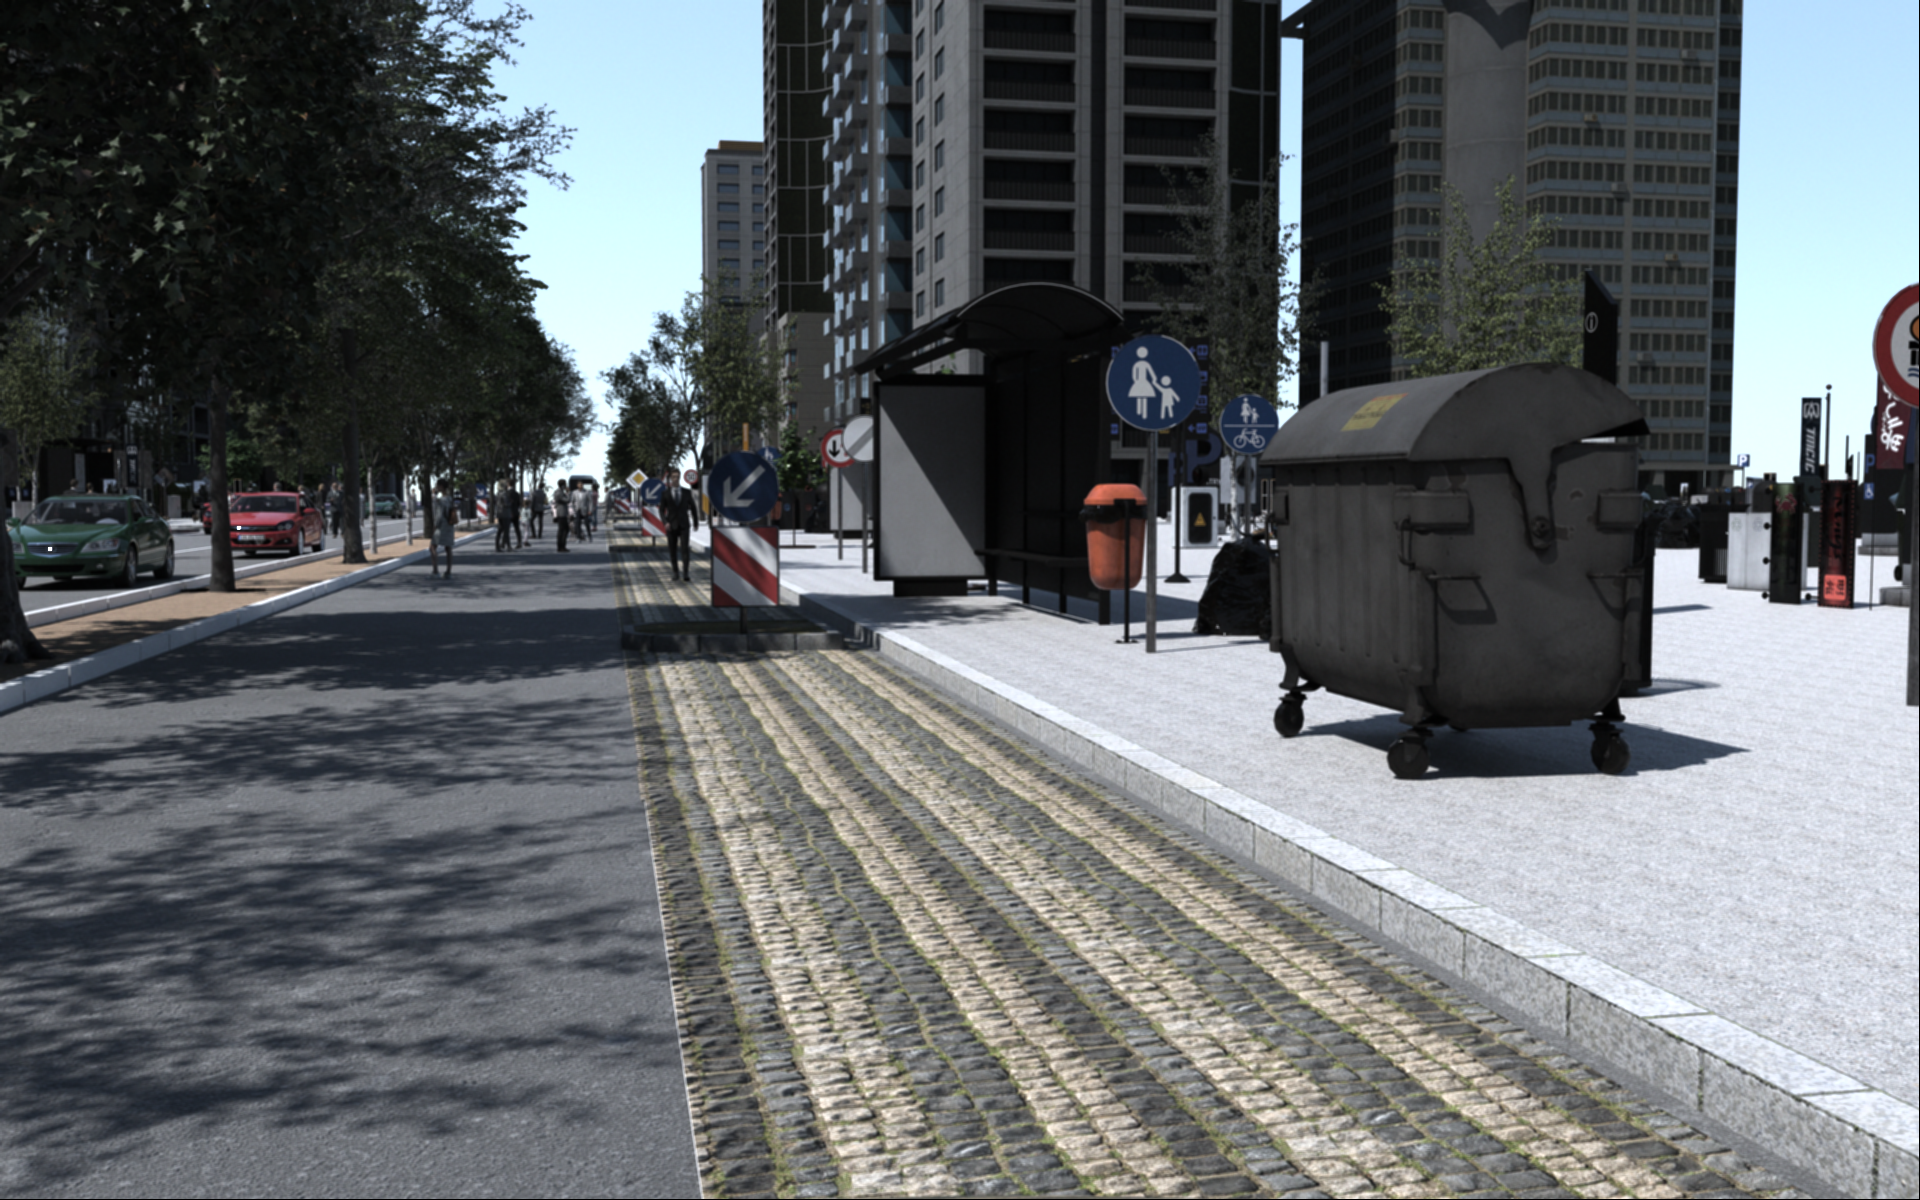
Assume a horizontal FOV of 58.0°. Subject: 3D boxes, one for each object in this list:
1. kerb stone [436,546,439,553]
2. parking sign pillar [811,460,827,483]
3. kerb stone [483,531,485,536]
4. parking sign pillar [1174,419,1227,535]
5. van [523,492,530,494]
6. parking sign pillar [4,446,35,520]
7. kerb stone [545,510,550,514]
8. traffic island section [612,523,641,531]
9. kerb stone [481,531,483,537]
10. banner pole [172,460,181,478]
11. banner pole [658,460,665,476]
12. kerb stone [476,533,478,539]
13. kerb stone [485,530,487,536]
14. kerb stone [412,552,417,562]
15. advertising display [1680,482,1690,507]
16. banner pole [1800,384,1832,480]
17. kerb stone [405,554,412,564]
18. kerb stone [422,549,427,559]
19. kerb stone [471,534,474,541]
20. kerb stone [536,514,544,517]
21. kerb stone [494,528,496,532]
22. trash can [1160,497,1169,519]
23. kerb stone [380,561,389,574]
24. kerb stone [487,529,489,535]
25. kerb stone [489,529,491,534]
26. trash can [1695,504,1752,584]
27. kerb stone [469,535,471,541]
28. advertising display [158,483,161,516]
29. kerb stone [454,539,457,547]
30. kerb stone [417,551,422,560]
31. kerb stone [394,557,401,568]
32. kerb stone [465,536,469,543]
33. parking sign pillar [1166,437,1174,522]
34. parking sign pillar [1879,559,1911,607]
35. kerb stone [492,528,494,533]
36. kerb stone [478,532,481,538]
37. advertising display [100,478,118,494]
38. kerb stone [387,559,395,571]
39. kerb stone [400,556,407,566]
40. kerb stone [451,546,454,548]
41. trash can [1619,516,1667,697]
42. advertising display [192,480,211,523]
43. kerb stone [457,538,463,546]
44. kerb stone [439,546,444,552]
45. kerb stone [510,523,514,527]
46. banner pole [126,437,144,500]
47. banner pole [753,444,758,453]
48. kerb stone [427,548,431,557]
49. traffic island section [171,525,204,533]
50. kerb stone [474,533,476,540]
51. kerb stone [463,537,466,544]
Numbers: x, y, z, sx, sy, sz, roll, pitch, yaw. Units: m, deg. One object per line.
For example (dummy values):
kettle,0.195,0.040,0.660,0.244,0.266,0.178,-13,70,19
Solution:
kerb stone,-12.624,-1.177,41.435,0.120,0.150,1.000,-1,4,-12
parking sign pillar,-9.112,-7.678,114.004,1.447,3.967,1.447,-1,4,-10
kerb stone,-15.956,-2.159,57.498,0.120,0.150,1.000,-1,4,-12
parking sign pillar,7.659,-4.030,54.362,1.447,3.967,1.447,0,4,-4
van,-71.790,-17.101,286.617,2.013,2.044,4.112,-1,4,-12
parking sign pillar,-50.609,-6.421,93.461,1.447,3.967,1.447,-1,4,-14
kerb stone,-30.879,-6.550,129.292,0.120,0.150,1.000,-1,4,-12
traffic island section,-14.127,-3.253,75.462,2.009,0.180,2.903,-1,4,-12
kerb stone,-15.751,-2.097,56.495,0.120,0.150,1.000,-1,4,-12
banner pole,-58.050,-8.471,128.514,0.401,3.779,0.863,2,4,29
banner pole,-21.966,-8.369,126.856,0.401,3.779,0.863,-1,4,-18
kerb stone,-15.330,-1.974,54.474,0.120,0.150,1.000,-1,4,-12
kerb stone,-16.168,-2.220,58.498,0.120,0.150,1.000,-1,4,-12
kerb stone,-11.579,-0.870,36.421,0.120,0.150,1.000,-1,4,-12
advertising display,39.700,-5.483,94.856,0.123,1.923,0.974,0,4,-2
banner pole,19.557,-3.029,39.539,0.863,3.779,0.401,0,4,-3
kerb stone,-11.368,-0.807,35.419,0.120,0.150,1.000,-1,4,-12
kerb stone,-11.996,-0.993,38.425,0.120,0.150,1.000,-1,4,-12
kerb stone,-14.912,-1.852,52.469,0.120,0.150,1.000,-1,4,-12
kerb stone,-27.950,-5.689,115.242,0.120,0.150,1.000,-1,4,-12
kerb stone,-17.205,-2.527,63.515,0.120,0.150,1.000,-1,4,-12
trash can,10.556,-4.706,88.592,0.748,1.137,0.748,0,3,0
kerb stone,-10.531,-0.564,31.415,0.120,0.150,1.000,-1,4,-12
kerb stone,-16.365,-2.282,59.501,0.120,0.150,1.000,-1,4,-12
kerb stone,-16.579,-2.343,60.503,0.120,0.150,1.000,-1,4,-12
trash can,11.002,-0.816,24.995,0.748,1.137,0.748,0,3,0
kerb stone,-14.699,-1.781,51.462,0.120,0.150,1.000,-1,4,-12
advertising display,-41.061,-5.117,88.882,0.123,1.923,0.974,-2,4,-24
kerb stone,-13.653,-1.483,46.447,0.120,0.150,1.000,-1,4,-12
kerb stone,-11.784,-0.931,37.422,0.120,0.150,1.000,-1,4,-12
kerb stone,-10.952,-0.686,33.417,0.120,0.150,1.000,-1,4,-12
kerb stone,-14.491,-1.728,50.460,0.120,0.150,1.000,-1,4,-12
parking sign pillar,10.338,-5.647,80.804,1.447,3.967,1.447,3,4,37
parking sign pillar,11.387,-1.916,19.803,1.447,3.967,1.447,0,4,0
kerb stone,-16.995,-2.466,62.511,0.120,0.150,1.000,-1,4,-12
kerb stone,-15.531,-2.036,55.477,0.120,0.150,1.000,-1,4,-12
advertising display,-34.789,-4.014,70.840,0.123,1.923,0.974,0,4,7
kerb stone,-10.740,-0.625,32.416,0.120,0.150,1.000,-1,4,-12
kerb stone,-11.162,-0.745,34.418,0.120,0.150,1.000,-1,4,-12
kerb stone,-13.449,-1.419,45.446,0.120,0.150,1.000,-1,4,-12
trash can,4.128,0.032,11.127,0.748,1.137,0.748,0,3,0
advertising display,-34.123,-4.461,78.151,0.974,1.923,0.123,-3,5,-43
kerb stone,-14.075,-1.604,48.456,0.120,0.150,1.000,-1,4,-12
kerb stone,-12.825,-1.238,42.437,0.120,0.150,1.000,-1,4,-12
kerb stone,-20.654,-3.540,80.145,0.120,0.150,1.000,-1,4,-12
banner pole,-35.870,-5.227,75.476,0.863,3.779,0.401,-1,4,-15
banner pole,-10.168,-5.948,87.265,0.863,3.779,0.401,-3,4,-36
kerb stone,-12.198,-1.051,39.430,0.120,0.150,1.000,-1,4,-12
traffic island section,-29.435,-2.560,64.143,2.009,0.180,2.903,-1,4,-12
kerb stone,-15.121,-1.913,53.470,0.120,0.150,1.000,-1,4,-12
kerb stone,-14.287,-1.667,49.458,0.120,0.150,1.000,-1,4,-12
